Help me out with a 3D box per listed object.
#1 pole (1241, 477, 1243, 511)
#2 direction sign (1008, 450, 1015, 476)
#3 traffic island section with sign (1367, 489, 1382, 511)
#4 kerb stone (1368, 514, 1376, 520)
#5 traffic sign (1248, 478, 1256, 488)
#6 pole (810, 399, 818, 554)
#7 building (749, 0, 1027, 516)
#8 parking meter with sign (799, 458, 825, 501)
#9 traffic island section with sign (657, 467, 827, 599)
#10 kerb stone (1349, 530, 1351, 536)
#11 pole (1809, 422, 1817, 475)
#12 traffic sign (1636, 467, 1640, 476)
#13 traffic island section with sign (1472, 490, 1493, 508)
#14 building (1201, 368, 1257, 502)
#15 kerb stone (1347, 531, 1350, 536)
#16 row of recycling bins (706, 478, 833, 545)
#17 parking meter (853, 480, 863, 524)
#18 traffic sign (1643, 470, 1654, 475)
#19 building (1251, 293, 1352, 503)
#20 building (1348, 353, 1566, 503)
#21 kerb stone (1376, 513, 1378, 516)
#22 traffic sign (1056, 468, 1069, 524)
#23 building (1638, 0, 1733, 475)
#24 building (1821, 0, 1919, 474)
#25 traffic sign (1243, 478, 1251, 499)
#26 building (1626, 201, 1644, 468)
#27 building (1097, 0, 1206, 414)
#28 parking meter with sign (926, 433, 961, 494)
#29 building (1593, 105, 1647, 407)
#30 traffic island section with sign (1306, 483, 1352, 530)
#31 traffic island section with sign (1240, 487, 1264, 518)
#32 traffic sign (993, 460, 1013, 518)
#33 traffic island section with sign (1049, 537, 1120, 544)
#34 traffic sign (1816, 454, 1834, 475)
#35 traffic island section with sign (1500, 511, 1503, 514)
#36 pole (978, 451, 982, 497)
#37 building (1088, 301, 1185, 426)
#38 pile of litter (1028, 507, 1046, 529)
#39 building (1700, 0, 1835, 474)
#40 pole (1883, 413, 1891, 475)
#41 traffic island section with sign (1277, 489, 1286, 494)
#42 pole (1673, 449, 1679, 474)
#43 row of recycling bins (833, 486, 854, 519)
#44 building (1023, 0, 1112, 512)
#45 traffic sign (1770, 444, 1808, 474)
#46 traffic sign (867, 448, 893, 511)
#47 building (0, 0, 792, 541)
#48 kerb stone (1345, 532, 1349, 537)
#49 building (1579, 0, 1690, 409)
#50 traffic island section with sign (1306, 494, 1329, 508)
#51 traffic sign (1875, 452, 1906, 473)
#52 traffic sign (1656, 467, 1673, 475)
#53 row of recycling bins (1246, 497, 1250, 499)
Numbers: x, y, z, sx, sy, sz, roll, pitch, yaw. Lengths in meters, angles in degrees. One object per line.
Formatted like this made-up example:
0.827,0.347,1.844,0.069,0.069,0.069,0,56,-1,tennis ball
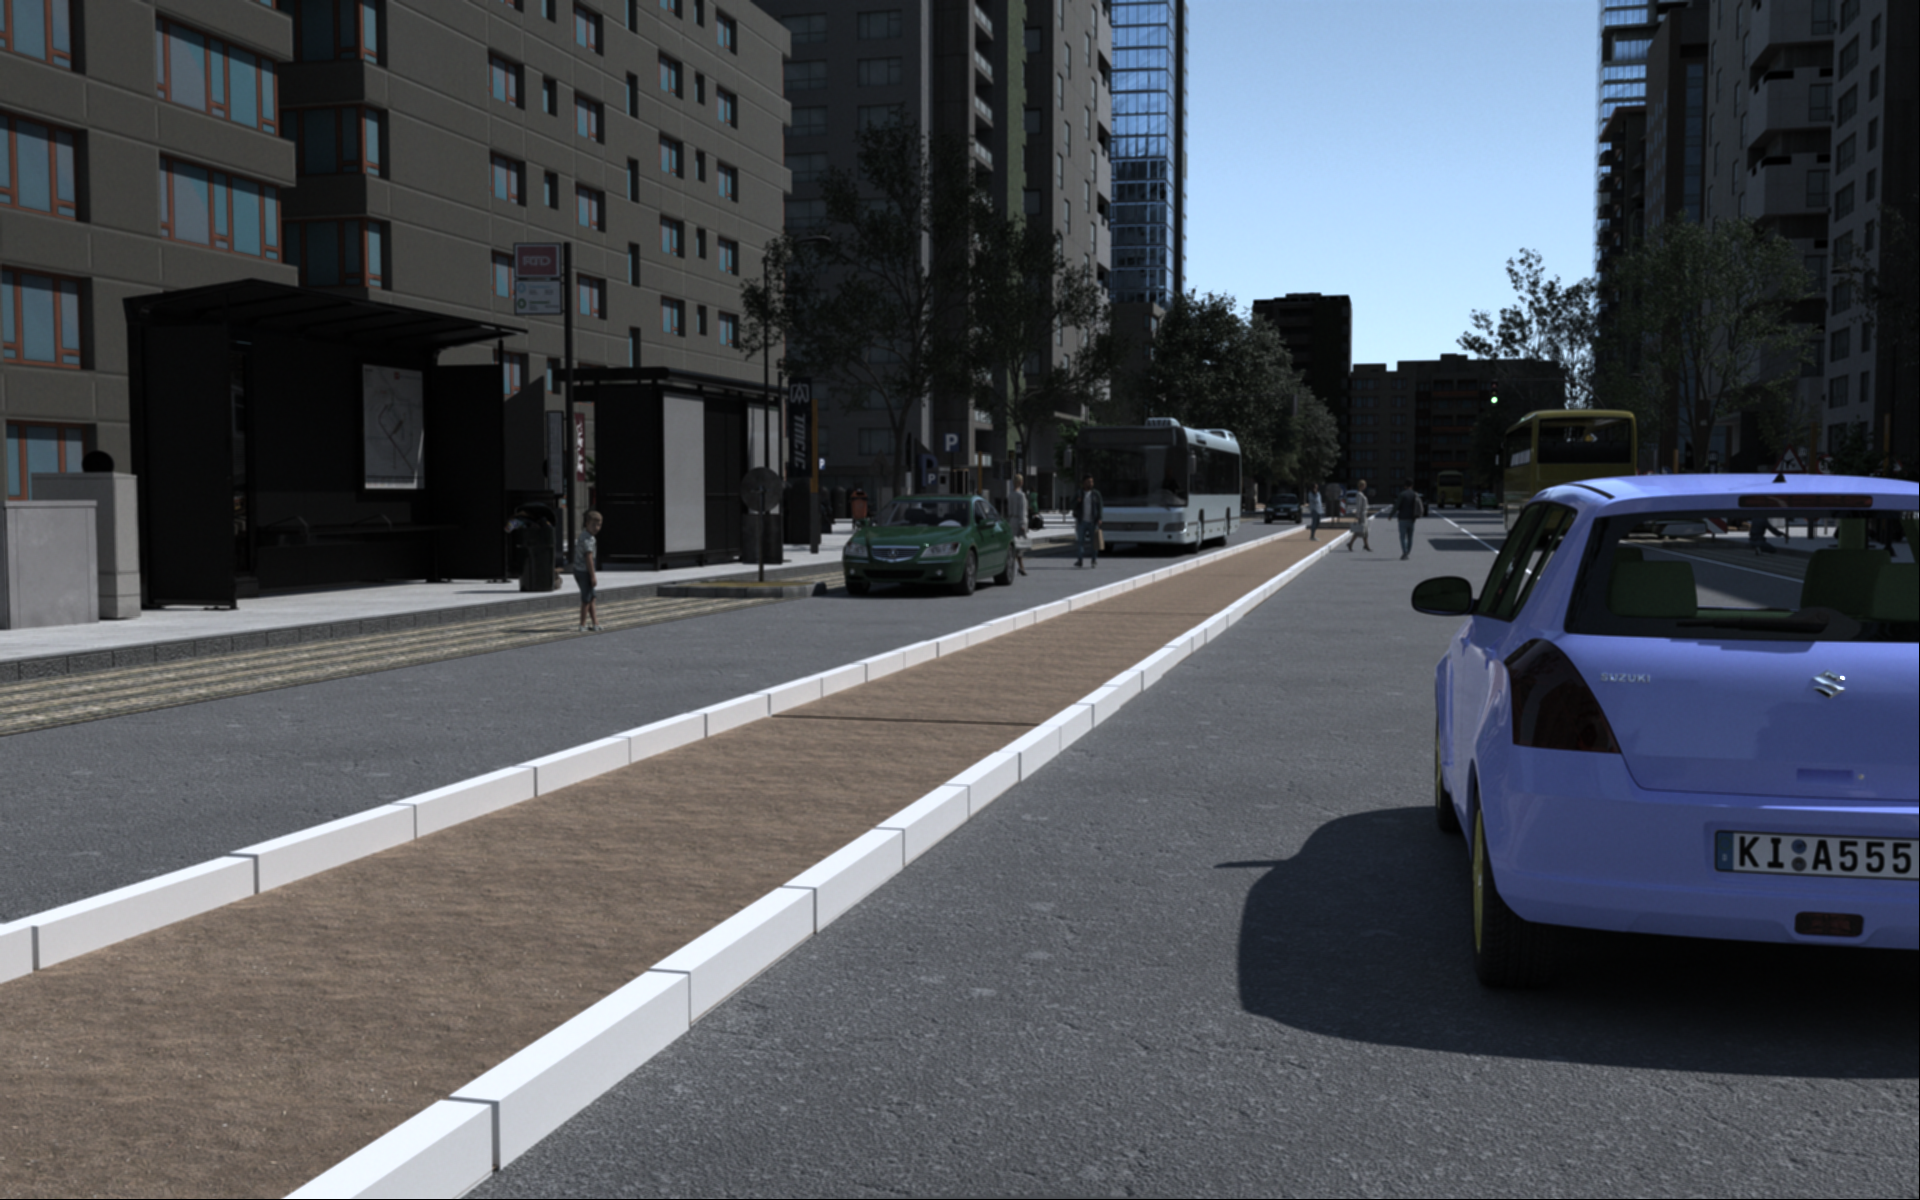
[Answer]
21.202,-8.360,130.524,0.158,3.312,0.155,0,3,0,pole
2.896,-5.953,89.329,0.876,3.537,0.379,-1,4,-12,direction sign
35.853,-8.727,150.824,2.006,1.907,1.989,1,4,14,traffic island section with sign
23.565,-4.697,99.034,0.120,0.150,1.000,1,4,14,kerb stone
22.480,-8.181,133.864,0.768,2.556,0.104,1,4,22,traffic sign
-3.141,-2.654,37.237,0.158,3.312,0.155,0,3,0,pole
-4.422,-25.592,102.022,14.154,41.232,14.086,1,4,14,building
-7.476,-5.412,84.743,1.738,3.016,0.543,2,4,29,parking meter with sign
-2.987,-0.976,24.586,1.989,1.847,2.006,1,4,14,traffic island section with sign
12.666,-2.116,56.791,0.120,0.150,1.000,1,4,14,kerb stone
24.215,-3.386,49.208,0.158,3.312,0.155,0,3,0,pole
29.847,-4.708,77.083,0.768,2.556,0.104,1,4,17,traffic sign
52.971,-10.161,174.753,1.989,1.847,2.006,1,4,14,traffic island section with sign
30.235,-25.680,264.908,28.899,21.520,27.650,1,4,14,building
12.411,-2.055,55.793,0.120,0.150,1.000,1,4,14,kerb stone
-5.072,-2.317,44.993,3.534,1.692,1.069,2,4,35,row of recycling bins
-4.364,-4.191,74.233,0.399,1.863,0.255,-1,4,-21,parking meter
36.851,-5.656,92.574,0.768,2.556,0.104,1,4,17,traffic sign
49.729,-29.391,252.247,14.107,30.474,14.160,1,4,14,building
72.468,-25.049,254.591,28.899,21.520,27.650,1,4,14,building
25.100,-5.064,104.995,0.120,0.150,1.000,1,4,14,kerb stone
4.460,-4.525,74.094,0.768,2.556,0.104,1,4,15,traffic sign
69.990,-30.973,156.519,14.600,45.320,14.200,1,4,14,building
52.972,-19.316,87.511,14.107,30.474,14.160,1,4,14,building
21.968,-8.149,133.341,0.768,2.556,0.104,1,4,16,traffic sign
73.036,-24.430,171.129,14.160,30.474,14.107,1,4,14,building
15.237,-54.913,210.490,31.000,86.520,22.319,1,4,14,building
-0.644,-3.205,48.664,0.543,3.016,1.738,2,4,31,parking meter with sign
82.365,-32.807,191.023,22.147,44.769,28.867,1,4,14,building
15.234,-3.838,70.885,2.006,1.907,1.989,1,4,14,traffic island section with sign
17.431,-5.817,103.730,1.989,1.847,2.006,1,4,14,traffic island section with sign
1.266,-3.017,51.456,0.606,2.300,0.079,1,4,19,traffic sign
3.763,-2.572,50.686,1.989,1.847,2.006,1,4,14,traffic island section with sign
27.354,-3.335,54.640,0.768,2.556,0.104,1,4,20,traffic sign
40.423,-7.184,126.092,1.989,1.847,2.006,1,4,14,traffic island section with sign
0.950,-5.419,82.451,0.158,3.312,0.155,0,3,0,pole
7.573,-20.084,173.418,27.650,21.520,28.899,1,4,14,building
2.357,-3.038,63.629,1.719,0.858,1.176,0,4,-8,pile of litter
67.413,-32.347,118.112,28.713,52.752,27.495,1,4,14,building
23.511,-3.063,43.919,0.158,3.312,0.155,0,3,0,pole
24.172,-7.413,129.832,1.989,1.847,2.006,1,4,14,traffic island section with sign
32.656,-5.212,79.058,0.158,3.312,0.155,0,3,0,pole
-6.662,-4.989,88.686,3.534,1.692,1.069,-2,4,-24,row of recycling bins
-3.458,-33.234,132.616,28.713,52.752,27.495,1,4,14,building
21.328,-2.728,44.609,0.884,2.594,0.081,1,4,16,traffic sign
-2.264,-3.015,49.295,0.884,2.594,0.081,1,4,22,traffic sign
-23.757,-12.862,55.333,28.899,21.520,27.650,1,4,14,building
12.158,-1.991,54.803,0.120,0.150,1.000,1,4,14,kerb stone
101.132,-56.817,241.625,31.000,86.520,22.319,1,4,14,building
36.803,-10.411,178.843,1.989,1.847,2.006,1,4,14,traffic island section with sign
24.022,-2.744,44.875,0.884,2.594,0.081,1,4,20,traffic sign
32.582,-4.898,80.189,0.768,2.556,0.104,1,4,22,traffic sign
23.957,-8.654,148.610,1.069,1.692,3.534,-1,4,-10,row of recycling bins
